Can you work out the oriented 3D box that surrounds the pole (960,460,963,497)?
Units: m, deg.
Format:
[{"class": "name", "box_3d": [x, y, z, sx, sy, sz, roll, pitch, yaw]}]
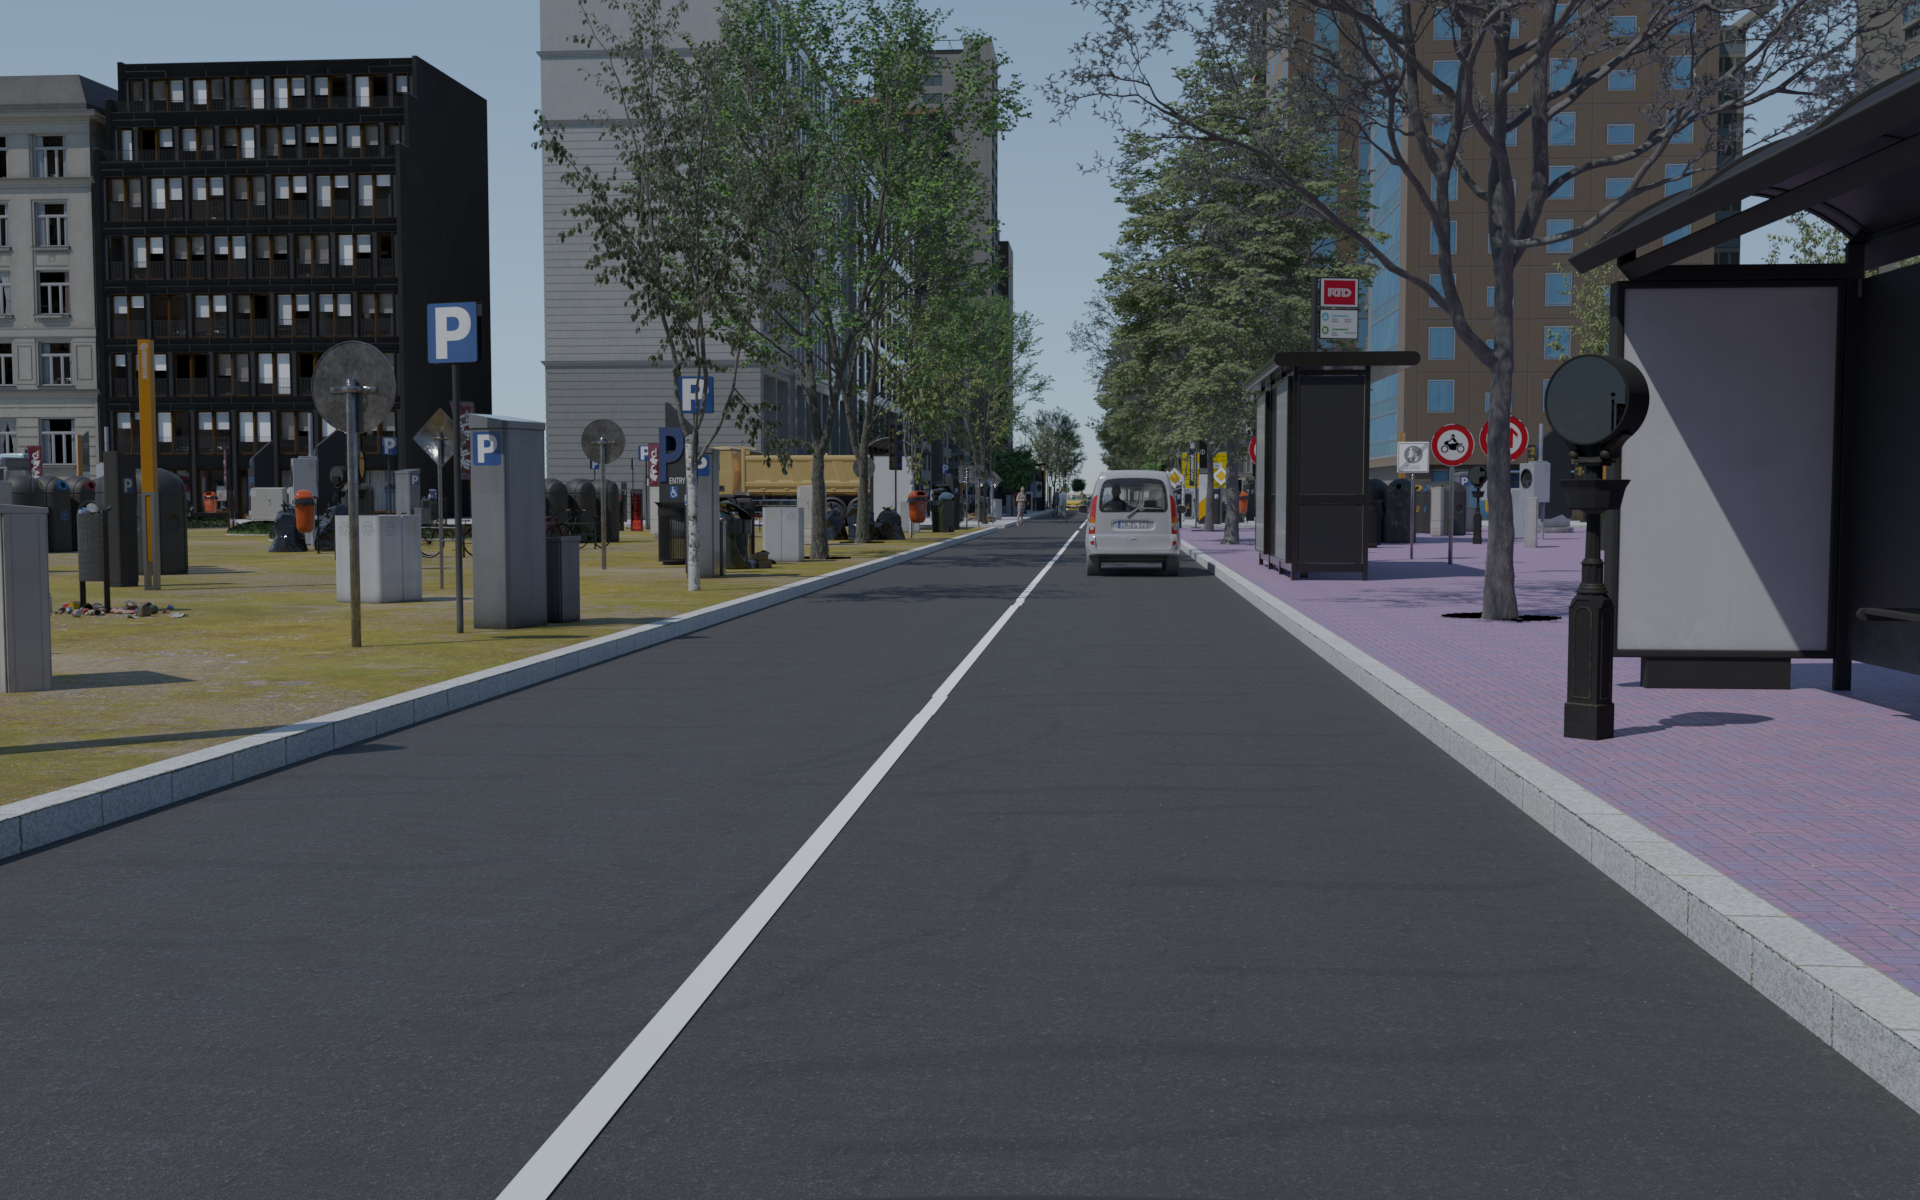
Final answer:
[{"class": "pole", "box_3d": [0.070, -6.693, 103.269, 0.158, 3.312, 0.155, 0, 3, 0]}]

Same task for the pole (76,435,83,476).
[{"class": "pole", "box_3d": [-30.255, -4.019, 59.560, 0.158, 3.312, 0.155, 0, 3, 0]}]

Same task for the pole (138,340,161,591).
[{"class": "pole", "box_3d": [-10.773, -1.784, 23.011, 0.158, 3.312, 0.155, 0, 3, 0]}]

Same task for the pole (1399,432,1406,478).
[{"class": "pole", "box_3d": [14.548, -3.864, 57.025, 0.158, 3.312, 0.155, 0, 3, 0]}]

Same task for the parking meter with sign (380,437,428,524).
[{"class": "parking meter with sign", "box_3d": [-16.806, -3.450, 52.675, 1.738, 3.016, 0.543, 2, 4, 33]}]

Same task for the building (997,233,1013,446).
[{"class": "building", "box_3d": [1.816, -39.551, 296.761, 14.600, 45.320, 14.200, 0, 4, 5]}]

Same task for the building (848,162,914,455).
[{"class": "building", "box_3d": [-14.959, -20.066, 132.601, 19.350, 26.468, 34.151, 0, 4, 5]}]

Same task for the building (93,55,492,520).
[{"class": "building", "box_3d": [-34.960, -16.077, 92.540, 15.834, 23.373, 12.332, 0, 4, 5]}]

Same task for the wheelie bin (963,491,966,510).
[{"class": "wheelie bin", "box_3d": [0.065, -7.923, 137.441, 0.693, 1.594, 0.980, -3, 5, -41]}]

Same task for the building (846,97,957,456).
[{"class": "building", "box_3d": [-12.001, -32.975, 193.771, 22.147, 44.769, 28.867, 0, 4, 5]}]

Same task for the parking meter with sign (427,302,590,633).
[{"class": "parking meter with sign", "box_3d": [-4.316, -1.248, 16.659, 0.543, 3.016, 1.738, 1, 4, 21]}]

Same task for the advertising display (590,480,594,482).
[{"class": "advertising display", "box_3d": [-15.986, -4.392, 77.017, 0.974, 1.923, 0.123, -3, 5, -39]}]

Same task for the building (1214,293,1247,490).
[{"class": "building", "box_3d": [43.365, -29.137, 248.093, 14.160, 30.474, 14.107, 0, 4, 5]}]

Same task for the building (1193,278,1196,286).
[{"class": "building", "box_3d": [46.939, -37.594, 298.262, 14.154, 41.232, 14.086, 0, 4, 5]}]

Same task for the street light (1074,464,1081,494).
[{"class": "street light", "box_3d": [15.162, -15.925, 232.920, 1.470, 5.913, 1.316, 0, 4, 5]}]

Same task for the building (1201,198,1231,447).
[{"class": "building", "box_3d": [48.141, -39.269, 265.746, 21.300, 48.544, 21.600, 0, 4, 5]}]

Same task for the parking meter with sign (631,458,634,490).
[{"class": "parking meter with sign", "box_3d": [-15.115, -5.396, 84.480, 1.738, 3.016, 0.543, 0, 4, -5]}]

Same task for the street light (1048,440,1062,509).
[{"class": "street light", "box_3d": [8.139, -10.858, 150.072, 1.470, 5.913, 1.316, 0, 4, 5]}]

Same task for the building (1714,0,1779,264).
[{"class": "building", "box_3d": [41.731, -27.010, 133.489, 32.217, 40.220, 23.993, 0, 4, 5]}]

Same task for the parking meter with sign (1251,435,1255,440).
[{"class": "parking meter with sign", "box_3d": [9.382, -3.342, 50.910, 0.543, 3.016, 1.738, -3, 4, -38]}]

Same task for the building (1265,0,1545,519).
[{"class": "building", "box_3d": [26.387, -27.910, 106.446, 14.600, 45.320, 14.200, 0, 4, 5]}]

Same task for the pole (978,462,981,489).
[{"class": "pole", "box_3d": [1.224, -7.059, 109.265, 0.158, 3.312, 0.155, 0, 3, 0]}]

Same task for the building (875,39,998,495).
[{"class": "building", "box_3d": [-2.237, -51.358, 277.954, 20.563, 71.187, 20.611, 0, 4, 5]}]

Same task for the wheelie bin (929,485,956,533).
[{"class": "wheelie bin", "box_3d": [-0.574, -3.051, 57.790, 0.980, 1.594, 0.693, 3, 5, 41]}]

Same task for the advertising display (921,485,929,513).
[{"class": "advertising display", "box_3d": [-2.378, -6.959, 118.997, 0.123, 1.923, 0.974, 2, 4, 27]}]

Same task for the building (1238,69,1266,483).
[{"class": "building", "box_3d": [40.022, -31.828, 175.016, 22.147, 44.769, 28.867, 0, 4, 5]}]

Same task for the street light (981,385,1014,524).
[{"class": "street light", "box_3d": [1.603, -6.193, 73.793, 1.470, 5.913, 1.316, 0, 4, 5]}]

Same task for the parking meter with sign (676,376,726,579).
[{"class": "parking meter with sign", "box_3d": [-3.910, -1.850, 26.510, 0.543, 3.016, 1.738, 0, 4, 0]}]

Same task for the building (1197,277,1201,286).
[{"class": "building", "box_3d": [45.913, -38.768, 283.967, 14.600, 45.320, 14.200, 0, 4, 5]}]

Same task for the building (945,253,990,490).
[{"class": "building", "box_3d": [-11.215, -34.562, 256.970, 32.217, 40.220, 23.993, 0, 4, 5]}]

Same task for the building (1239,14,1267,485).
[{"class": "building", "box_3d": [42.036, -46.518, 198.821, 20.563, 71.187, 20.611, 0, 4, 5]}]

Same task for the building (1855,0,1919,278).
[{"class": "building", "box_3d": [58.781, -28.460, 89.015, 21.600, 48.544, 21.300, 0, 4, 5]}]

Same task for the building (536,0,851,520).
[{"class": "building", "box_3d": [-13.989, -19.749, 100.383, 11.434, 29.767, 29.804, 0, 4, 5]}]

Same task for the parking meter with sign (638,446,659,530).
[{"class": "parking meter with sign", "box_3d": [-11.139, -4.082, 62.995, 0.543, 3.016, 1.738, 1, 4, 8]}]

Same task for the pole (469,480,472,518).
[{"class": "pole", "box_3d": [-26.689, -6.158, 94.527, 0.158, 3.312, 0.155, 0, 3, 0]}]

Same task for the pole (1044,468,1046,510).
[{"class": "pole", "box_3d": [6.750, -8.812, 137.921, 0.158, 3.312, 0.155, 0, 3, 0]}]

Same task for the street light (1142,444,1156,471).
[{"class": "street light", "box_3d": [11.876, -8.399, 109.869, 1.470, 5.913, 1.316, 0, 4, 5]}]

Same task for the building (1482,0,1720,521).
[{"class": "building", "box_3d": [28.937, -26.795, 88.211, 14.200, 45.320, 14.600, 0, 4, 5]}]

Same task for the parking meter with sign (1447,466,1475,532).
[{"class": "parking meter with sign", "box_3d": [17.039, -3.844, 59.113, 0.543, 3.016, 1.738, -1, 4, -11]}]

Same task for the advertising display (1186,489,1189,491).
[{"class": "advertising display", "box_3d": [19.149, -8.569, 145.317, 0.123, 1.923, 0.974, -3, 5, -39]}]

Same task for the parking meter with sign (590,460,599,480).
[{"class": "parking meter with sign", "box_3d": [-18.256, -5.350, 83.736, 1.738, 3.016, 0.543, 2, 4, 33]}]

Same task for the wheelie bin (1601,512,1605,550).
[{"class": "wheelie bin", "box_3d": [14.804, -1.937, 39.579, 0.693, 1.594, 0.980, -1, 4, -12]}]

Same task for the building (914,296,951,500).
[{"class": "building", "box_3d": [-15.907, -19.623, 165.880, 27.650, 21.520, 28.899, 0, 4, 5]}]

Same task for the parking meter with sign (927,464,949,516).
[{"class": "parking meter with sign", "box_3d": [-1.337, -6.434, 101.454, 0.543, 3.016, 1.738, -2, 4, -34]}]

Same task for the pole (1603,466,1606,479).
[{"class": "pole", "box_3d": [20.351, -3.728, 54.799, 0.158, 3.312, 0.155, 0, 3, 0]}]

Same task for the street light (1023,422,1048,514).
[{"class": "street light", "box_3d": [4.762, -8.546, 112.275, 1.470, 5.913, 1.316, 0, 4, 5]}]

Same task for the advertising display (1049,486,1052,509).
[{"class": "advertising display", "box_3d": [7.555, -8.542, 144.879, 0.123, 1.923, 0.974, 1, 4, 11]}]

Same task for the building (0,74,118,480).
[{"class": "building", "box_3d": [-58.024, -16.154, 97.397, 30.059, 22.955, 16.112, 0, 4, 5]}]

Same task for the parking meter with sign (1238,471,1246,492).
[{"class": "parking meter with sign", "box_3d": [21.743, -8.217, 130.602, 1.738, 3.016, 0.543, 2, 4, 26]}]

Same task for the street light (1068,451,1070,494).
[{"class": "street light", "box_3d": [11.351, -13.193, 188.252, 1.470, 5.913, 1.316, 0, 4, 5]}]
